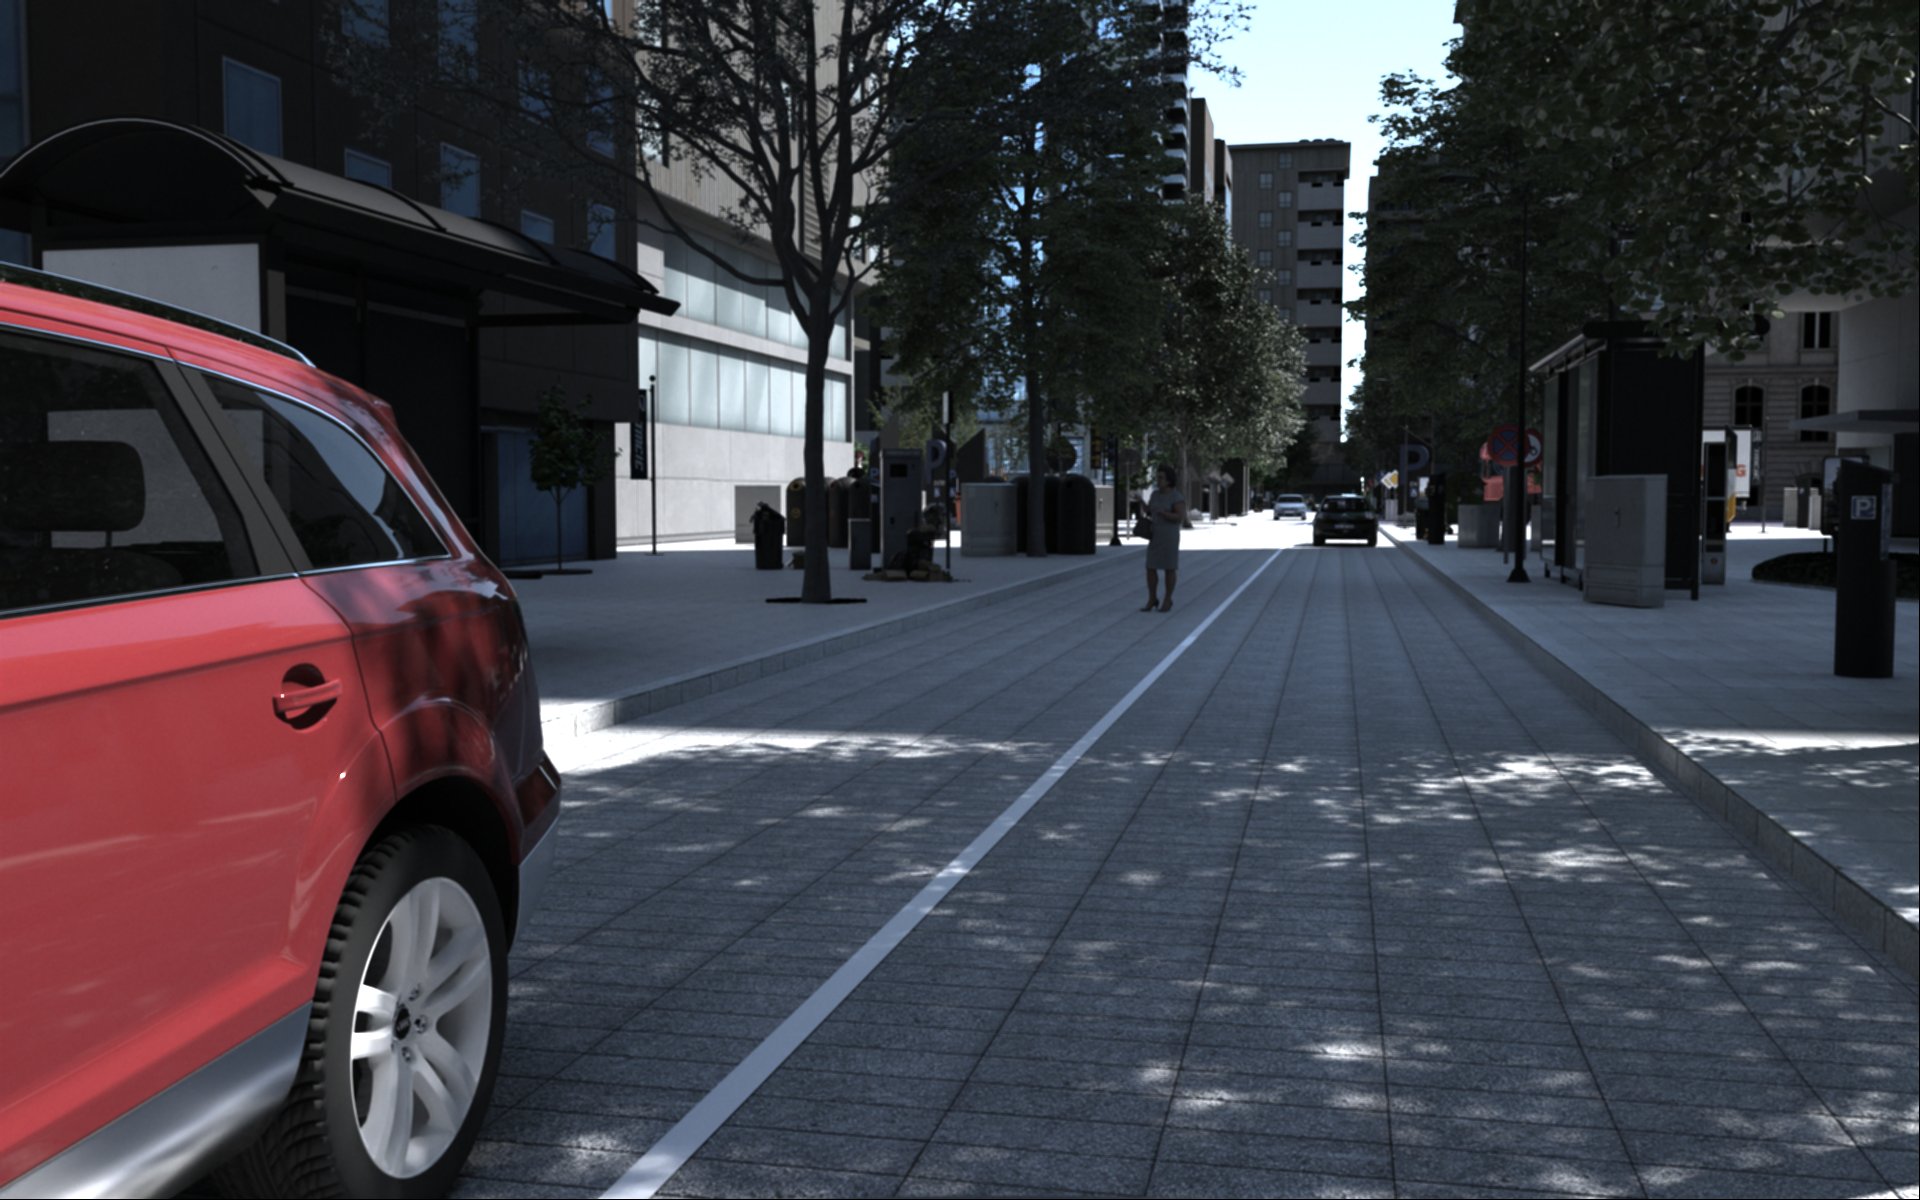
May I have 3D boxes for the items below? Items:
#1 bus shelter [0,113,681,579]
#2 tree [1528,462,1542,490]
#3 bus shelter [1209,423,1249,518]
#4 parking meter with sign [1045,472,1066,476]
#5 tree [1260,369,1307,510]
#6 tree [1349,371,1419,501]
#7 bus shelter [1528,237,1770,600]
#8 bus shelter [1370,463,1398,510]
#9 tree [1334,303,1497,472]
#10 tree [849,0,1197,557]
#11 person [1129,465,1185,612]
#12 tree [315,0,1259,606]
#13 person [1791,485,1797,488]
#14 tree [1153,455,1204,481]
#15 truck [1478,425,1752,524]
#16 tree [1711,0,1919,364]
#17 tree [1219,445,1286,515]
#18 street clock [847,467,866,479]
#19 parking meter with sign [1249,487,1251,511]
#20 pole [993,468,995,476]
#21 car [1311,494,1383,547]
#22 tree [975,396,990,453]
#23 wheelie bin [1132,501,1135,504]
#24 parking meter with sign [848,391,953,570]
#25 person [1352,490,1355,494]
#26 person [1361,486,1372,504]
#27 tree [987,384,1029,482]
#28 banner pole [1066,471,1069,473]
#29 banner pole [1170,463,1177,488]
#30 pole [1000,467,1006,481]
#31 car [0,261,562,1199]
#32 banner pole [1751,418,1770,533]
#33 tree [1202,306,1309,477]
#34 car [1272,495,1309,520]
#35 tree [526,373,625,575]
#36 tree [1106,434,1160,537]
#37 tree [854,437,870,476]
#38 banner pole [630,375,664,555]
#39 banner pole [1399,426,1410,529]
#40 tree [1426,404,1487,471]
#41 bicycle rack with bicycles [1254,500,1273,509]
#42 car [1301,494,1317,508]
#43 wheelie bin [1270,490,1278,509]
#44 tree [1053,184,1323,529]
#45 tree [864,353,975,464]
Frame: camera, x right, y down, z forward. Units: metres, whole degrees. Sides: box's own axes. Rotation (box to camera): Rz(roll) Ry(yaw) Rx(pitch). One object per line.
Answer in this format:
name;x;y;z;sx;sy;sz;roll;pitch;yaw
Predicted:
bus shelter;-3.894;-1.103;11.957;2.014;3.302;5.546;1;4;12
tree;23.091;-4.459;67.503;1.663;3.219;1.824;0;3;0
bus shelter;15.228;-7.350;97.810;2.179;5.291;8.768;1;4;12
parking meter with sign;8.173;-9.489;151.400;1.738;3.016;0.543;1;4;20
tree;24.823;-13.238;142.200;9.928;11.665;9.643;0;3;0
tree;24.401;-9.102;99.179;4.360;8.622;3.978;0;3;0
bus shelter;9.491;-2.896;24.984;2.179;5.291;8.768;1;4;12
bus shelter;28.449;-7.446;115.659;2.014;3.302;5.546;1;4;12
tree;22.289;-9.086;82.960;7.601;10.594;8.767;0;4;-4
tree;1.245;-7.137;34.824;7.486;12.596;7.792;0;3;0
person;2.358;-0.748;21.091;0.716;1.782;0.532;3;5;45
tree;-1.725;-6.719;20.221;12.009;13.543;11.850;0;3;0
person;33.008;-3.664;68.646;0.529;1.795;0.600;0;4;6
tree;12.780;-7.269;102.560;4.285;4.588;4.351;0;3;0
truck;26.936;-5.130;72.789;11.283;4.237;2.839;1;4;13
tree;5.232;-5.497;8.009;7.486;12.596;7.792;0;3;0
tree;17.439;-7.544;107.056;4.285;4.588;4.351;0;3;0
street clock;-2.811;-2.597;47.026;0.471;2.002;0.358;-1;4;-22
parking meter with sign;22.197;-8.418;133.893;0.543;3.016;1.738;0;4;-1
pole;2.654;-8.691;135.934;0.158;3.312;0.155;0;3;0
car;10.854;-2.377;48.653;2.009;1.686;4.222;1;4;14
tree;0.368;-10.484;121.779;4.737;8.622;4.395;0;3;0
wheelie bin;15.432;-8.977;154.684;0.693;1.594;0.980;-2;4;-31
parking meter with sign;-1.016;-2.029;29.432;1.738;3.016;0.543;-1;4;-10
person;32.451;-8.206;143.154;0.515;1.767;0.782;2;4;24
person;18.418;-4.272;78.588;0.600;1.795;0.529;-2;4;-28
tree;3.598;-10.190;116.962;4.360;8.622;3.978;0;3;0
banner pole;6.206;-6.720;99.885;0.401;3.779;0.863;0;4;-8
banner pole;10.013;-5.530;80.432;0.863;3.779;0.401;1;4;12
pole;3.195;-8.481;132.511;0.158;3.312;0.155;0;3;0
car;-2.293;0.402;2.096;2.281;1.827;5.304;1;4;10
banner pole;26.381;-4.105;57.131;0.401;3.779;0.863;-1;4;-17
tree;18.945;-12.919;117.885;9.857;13.997;8.962;0;3;0
car;18.282;-5.127;95.829;2.014;1.417;4.499;1;4;12
tree;-6.474;-2.027;27.747;1.663;3.219;1.824;0;3;0
tree;5.017;-3.498;51.798;1.663;3.219;1.824;0;3;0
tree;-5.900;-6.953;97.400;4.285;4.588;4.351;0;3;0
banner pole;-6.624;-2.838;36.417;0.401;3.779;0.863;3;5;39
banner pole;16.439;-4.520;63.920;0.401;3.779;0.863;1;4;13
tree;33.076;-10.115;115.738;4.737;8.622;4.395;0;3;0
bicycle rack with bicycles;25.009;-8.141;146.480;2.925;0.926;2.852;0;4;8
car;36.743;-10.589;183.350;2.015;1.641;3.980;1;4;13
wheelie bin;26.887;-8.592;148.395;0.693;1.594;0.980;0;4;3
tree;8.260;-9.027;64.597;9.611;12.733;9.660;0;3;0
tree;-2.429;-8.402;87.729;4.737;8.622;4.395;0;3;0
